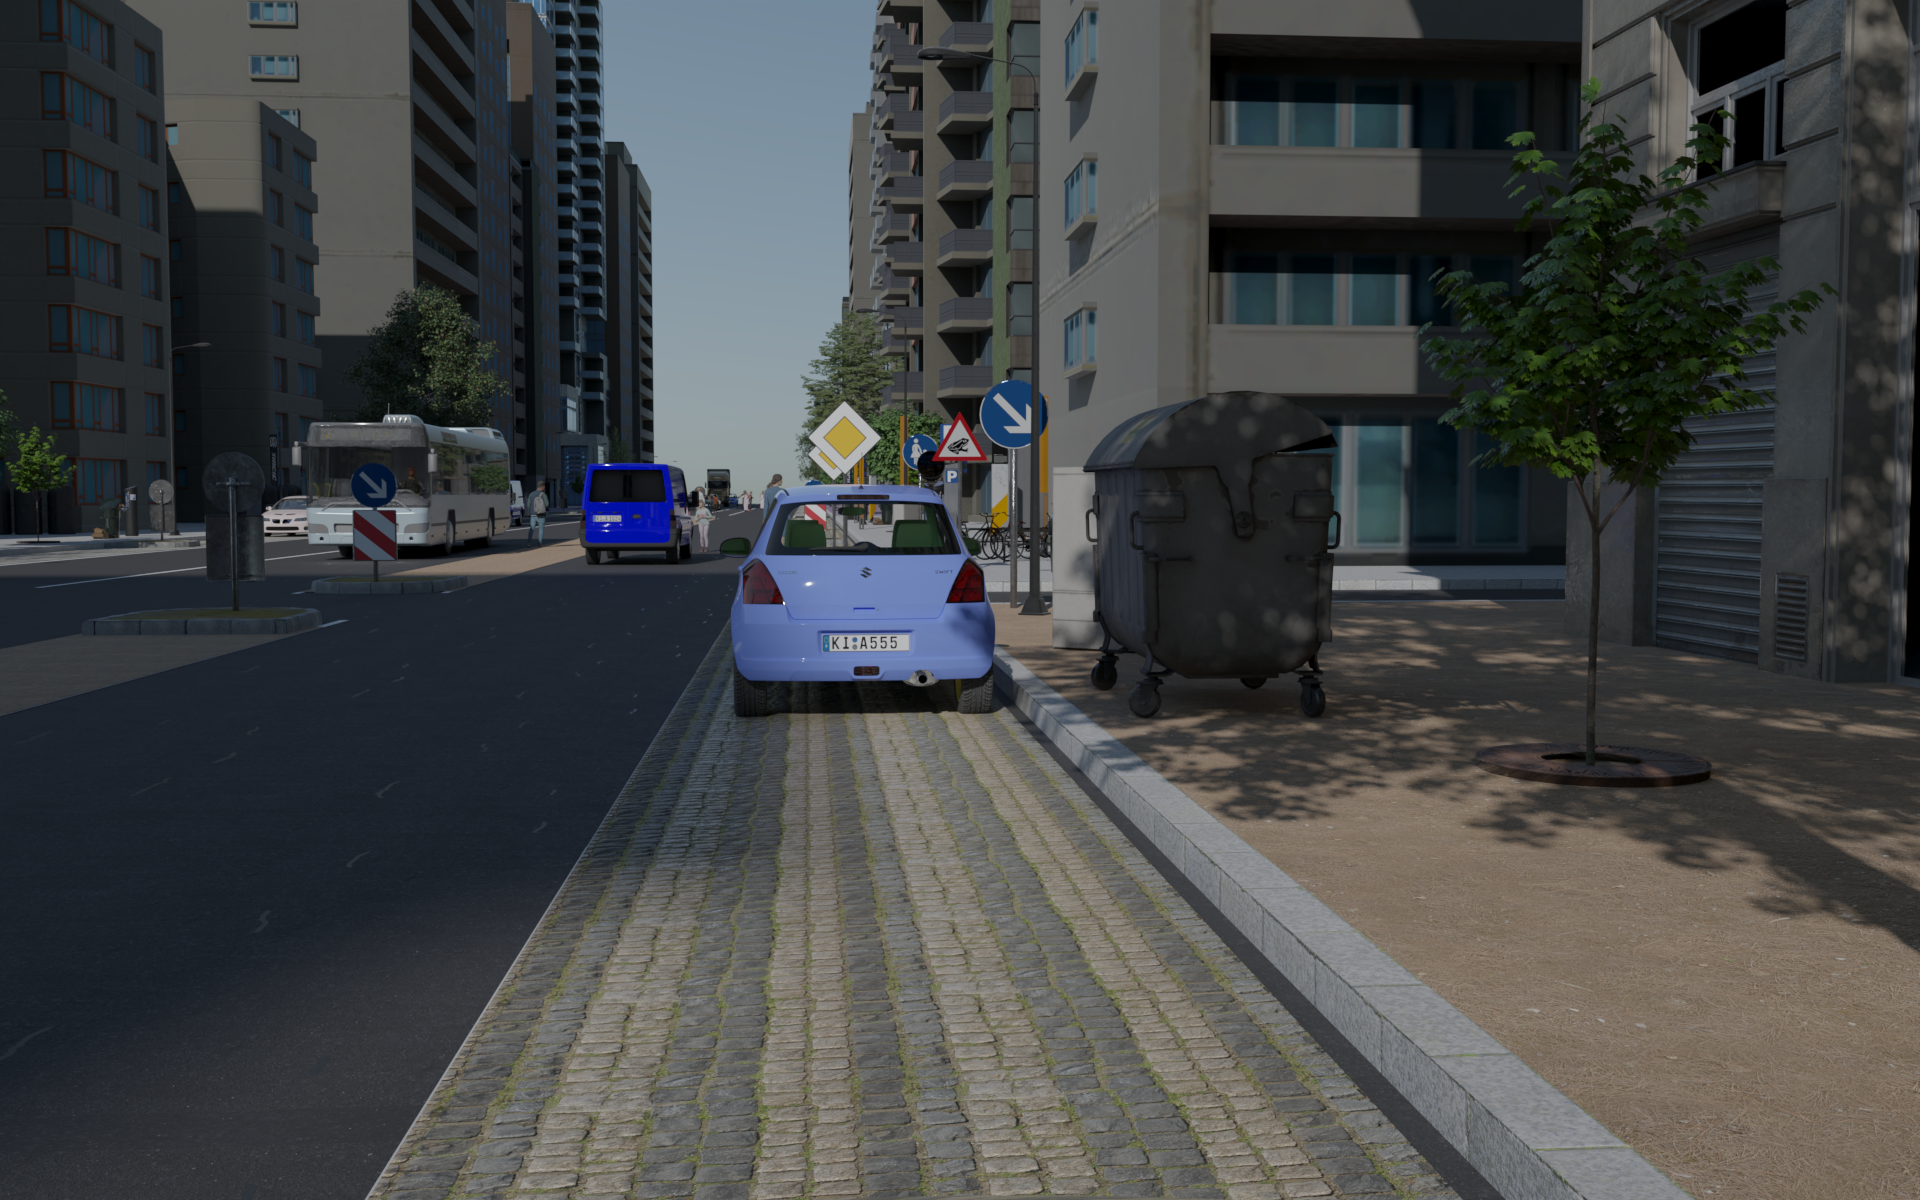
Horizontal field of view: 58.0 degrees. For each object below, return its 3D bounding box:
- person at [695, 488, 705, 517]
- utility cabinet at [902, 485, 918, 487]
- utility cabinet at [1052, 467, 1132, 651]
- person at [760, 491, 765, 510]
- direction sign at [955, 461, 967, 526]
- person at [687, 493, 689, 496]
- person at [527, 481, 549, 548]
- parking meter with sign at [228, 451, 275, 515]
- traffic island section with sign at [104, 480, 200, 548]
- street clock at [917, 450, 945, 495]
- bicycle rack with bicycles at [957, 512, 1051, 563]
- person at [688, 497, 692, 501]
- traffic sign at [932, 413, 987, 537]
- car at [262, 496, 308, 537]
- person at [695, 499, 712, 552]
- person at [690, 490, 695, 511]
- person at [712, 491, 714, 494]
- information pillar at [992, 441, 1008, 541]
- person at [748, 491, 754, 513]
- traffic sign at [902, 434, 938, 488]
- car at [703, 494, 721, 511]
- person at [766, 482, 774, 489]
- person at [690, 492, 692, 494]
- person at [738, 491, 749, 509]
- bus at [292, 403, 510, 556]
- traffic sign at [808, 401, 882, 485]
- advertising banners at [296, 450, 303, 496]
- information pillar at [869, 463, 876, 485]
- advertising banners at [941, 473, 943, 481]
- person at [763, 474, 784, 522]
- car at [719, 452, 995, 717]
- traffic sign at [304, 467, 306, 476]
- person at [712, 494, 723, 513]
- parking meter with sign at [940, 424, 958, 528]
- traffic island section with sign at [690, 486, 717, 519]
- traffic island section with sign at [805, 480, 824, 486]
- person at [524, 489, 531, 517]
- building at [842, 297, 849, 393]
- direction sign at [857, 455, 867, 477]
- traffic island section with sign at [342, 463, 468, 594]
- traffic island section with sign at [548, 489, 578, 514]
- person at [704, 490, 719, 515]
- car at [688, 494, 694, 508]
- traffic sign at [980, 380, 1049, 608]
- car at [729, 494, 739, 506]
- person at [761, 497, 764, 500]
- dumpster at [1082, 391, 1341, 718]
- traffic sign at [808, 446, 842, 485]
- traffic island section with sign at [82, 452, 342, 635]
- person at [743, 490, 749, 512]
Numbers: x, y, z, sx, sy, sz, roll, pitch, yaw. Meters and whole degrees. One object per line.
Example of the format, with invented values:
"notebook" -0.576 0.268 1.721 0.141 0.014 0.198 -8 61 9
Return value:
"person" -14.537 -5.373 96.568 0.478 1.798 0.641 3 4 38
"utility cabinet" -1.283 -2.036 41.970 0.318 1.500 1.173 1 4 20
"utility cabinet" 1.344 -0.331 14.083 1.173 1.500 0.318 2 4 31
"person" -18.167 -9.207 159.704 0.551 1.740 0.621 -3 5 -40
"direction sign" 0.041 -4.767 69.944 0.379 3.537 0.876 2 4 34
"person" -12.154 -4.125 76.532 0.643 1.750 0.593 -3 5 -45
"person" -11.204 -2.273 46.018 0.623 1.781 0.721 0 4 1
"parking meter with sign" -28.828 -4.543 70.537 1.738 3.016 0.543 -2 4 -28
"traffic island section with sign" -21.649 -2.323 46.604 1.989 1.847 2.006 0 4 -5
"street clock" -0.483 -1.484 28.836 0.471 2.002 0.358 0 4 -2
"bicycle rack with bicycles" 1.072 -1.233 33.547 2.925 0.926 2.852 -1 4 -23
"person" -21.609 -7.779 135.714 0.705 1.821 1.348 3 5 42
"traffic sign" -0.003 -1.699 27.779 0.884 2.594 0.081 0 4 2
"car" -22.526 -2.873 59.341 2.083 1.381 4.827 0 4 -5
"person" -6.314 -1.827 42.649 0.425 1.301 0.394 0 4 -6
"person" -22.851 -8.489 147.749 0.568 1.767 0.683 1 4 13
"person" -25.107 -10.235 176.399 0.434 1.755 0.990 -1 4 -23
"information pillar" 1.089 -3.459 47.912 0.504 3.616 0.183 -2 4 -29
"person" -15.825 -7.425 131.360 0.415 1.643 0.593 -2 4 -35
"traffic sign" -0.844 -2.252 36.918 0.768 2.556 0.104 0 4 -3
"car" -21.777 -8.620 150.727 2.009 1.686 4.222 0 4 -4
"person" -4.624 -2.031 42.462 0.466 1.731 0.760 1 4 20
"person" -34.251 -12.963 220.967 0.721 1.766 1.217 1 4 21
"person" -20.132 -9.329 161.547 1.217 1.766 0.721 0 4 -3
"bus" -13.375 -2.930 42.767 2.948 3.499 13.247 0 4 -6
"traffic sign" -1.242 -0.922 18.710 0.795 2.450 0.064 0 4 -5
"advertising banners" -25.261 -4.284 66.224 0.090 3.025 2.074 -2 4 -26
"information pillar" -3.920 -5.278 77.654 0.183 3.616 0.504 2 4 30
"advertising banners" -0.600 -3.321 50.485 0.090 3.025 2.074 0 4 6
"person" -3.548 -1.523 33.431 0.581 1.822 0.654 1 4 13
"car" -0.764 -0.175 12.454 1.945 1.707 3.694 0 4 -6
"traffic sign" -25.759 -4.218 69.078 0.768 2.556 0.104 0 4 -4
"person" -18.734 -7.401 132.769 1.065 1.426 0.557 1 4 11
"parking meter with sign" -0.221 -2.823 42.416 0.543 3.016 1.738 0 3 0
"traffic island section with sign" -15.166 -5.660 100.670 2.006 1.907 1.989 0 4 -5
"traffic island section with sign" -4.230 -2.482 49.211 1.989 1.847 2.006 0 4 -5
"person" -26.349 -5.897 105.590 0.621 1.740 0.551 -2 4 -30
"building" -10.265 -29.457 253.329 14.160 30.474 14.107 0 4 -5
"direction sign" -4.577 -5.366 79.728 0.379 3.537 0.876 3 4 36
"traffic island section with sign" -8.568 -1.082 25.820 2.006 1.907 1.989 0 4 -5
"traffic island section with sign" -28.488 -7.082 124.415 1.989 1.847 2.006 0 4 -5
"person" -16.787 -6.551 116.336 1.217 1.735 0.721 1 4 14
"car" -24.560 -9.093 160.465 2.131 1.459 4.920 0 4 -6
"traffic sign" 0.604 -1.180 19.398 0.768 2.556 0.104 0 4 1
"car" -27.807 -12.298 210.661 1.945 1.707 3.694 0 4 -7
"person" -14.897 -7.664 134.491 1.217 1.739 0.721 -2 4 -26
"dumpster" 1.508 -0.296 10.595 1.264 1.857 1.865 0 4 -5
"traffic sign" -1.942 -1.408 26.665 0.795 2.450 0.064 0 4 -5
"traffic island section with sign" -7.928 -0.630 18.441 2.006 1.907 1.989 0 4 -5
"person" -17.508 -8.091 141.463 0.551 1.740 0.621 1 4 12
